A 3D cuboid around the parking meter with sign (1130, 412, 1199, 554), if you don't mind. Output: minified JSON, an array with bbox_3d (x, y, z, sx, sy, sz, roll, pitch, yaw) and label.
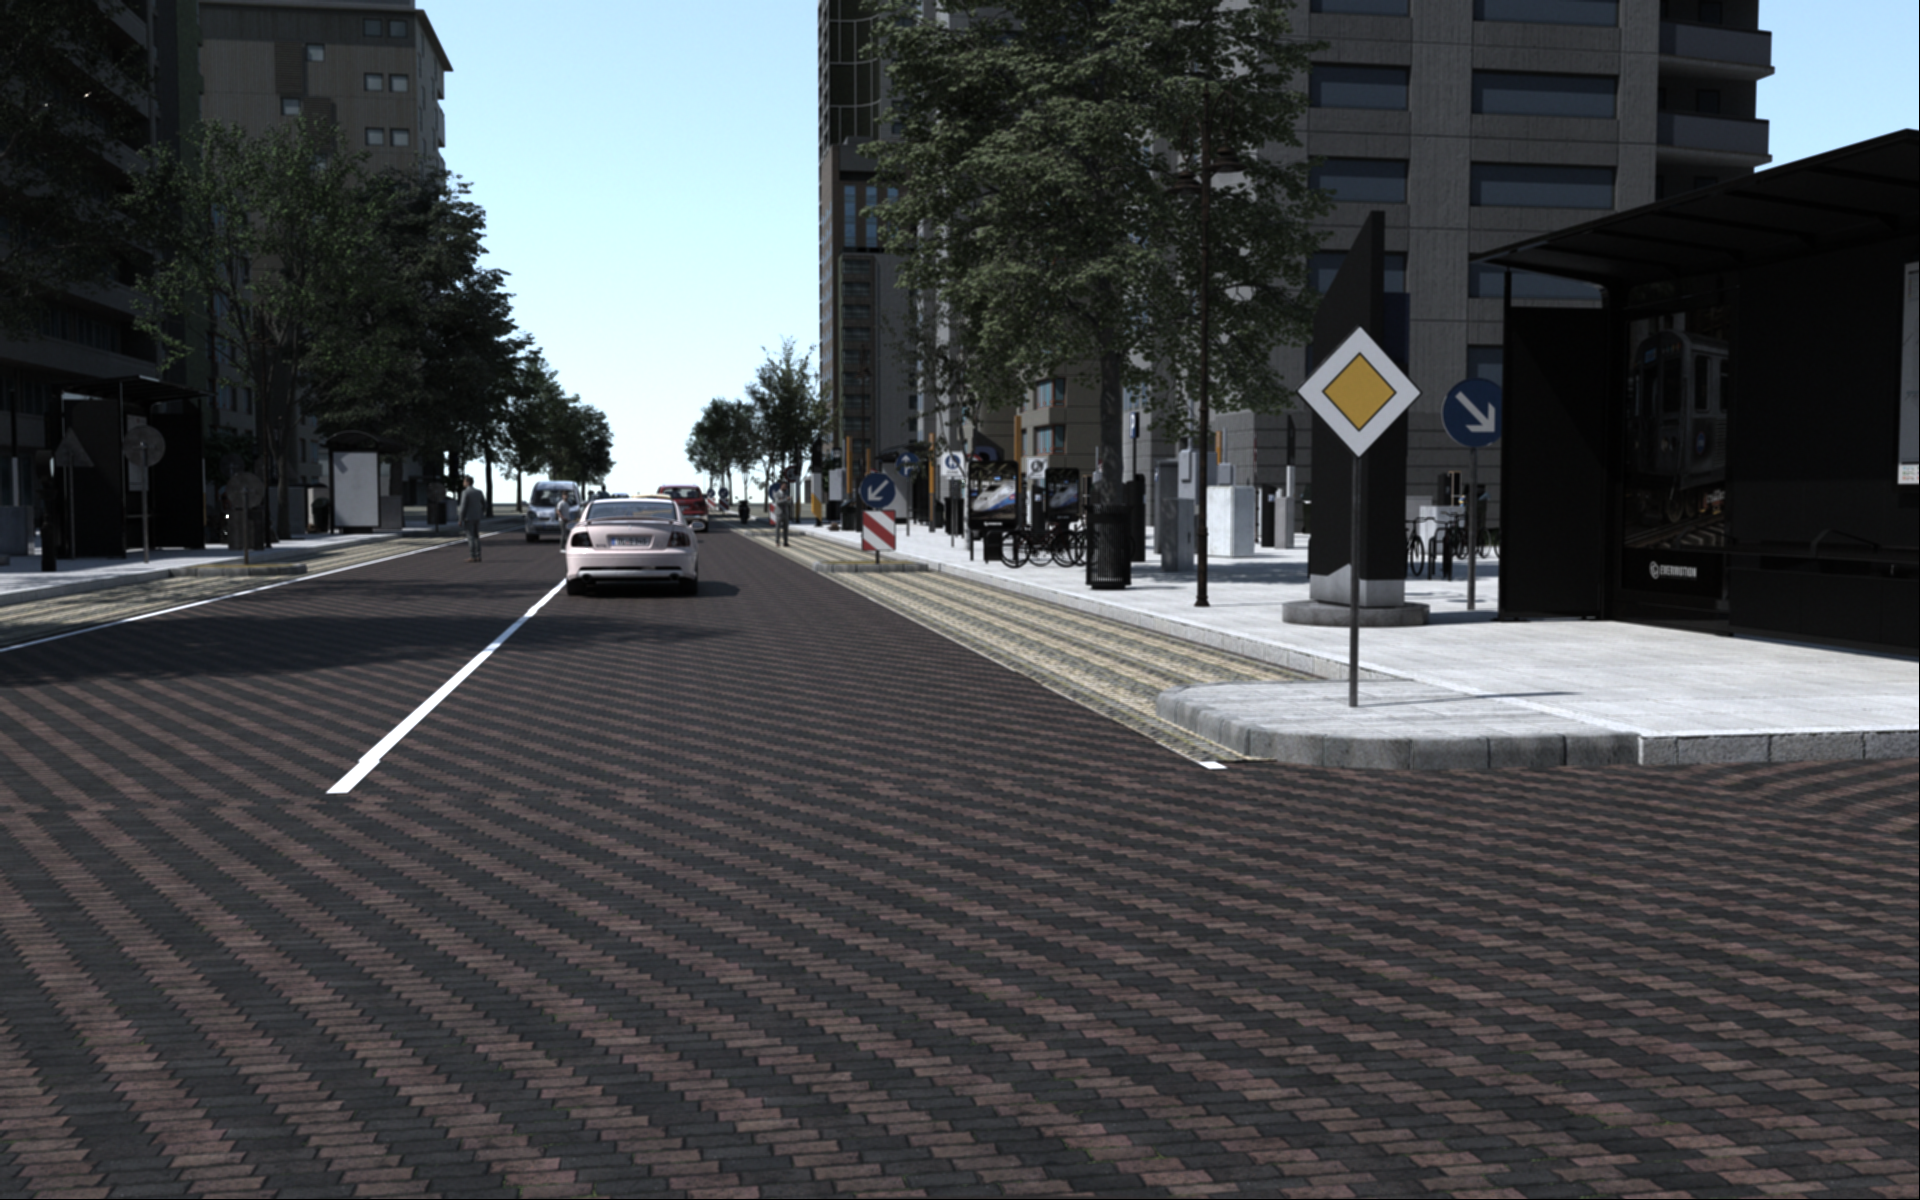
[{"bbox_3d":[4.538,-2.492,37.002,1.738,3.016,0.543,0,4,-6],"label":"parking meter with sign"}]

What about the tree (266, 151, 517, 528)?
[{"bbox_3d":[-21.544,-9.726,65.673,9.857,13.997,8.962,0,3,0],"label":"tree"}]

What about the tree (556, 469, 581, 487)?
[{"bbox_3d":[-41.114,-12.057,180.840,4.285,4.588,4.351,0,3,0],"label":"tree"}]

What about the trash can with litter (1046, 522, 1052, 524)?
[{"bbox_3d":[3.868,-3.798,73.487,0.624,1.170,1.055,-1,4,-14],"label":"trash can with litter"}]

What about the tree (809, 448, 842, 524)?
[{"bbox_3d":[-5.668,-4.834,73.635,1.663,3.219,1.824,0,3,0],"label":"tree"}]

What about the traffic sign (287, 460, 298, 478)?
[{"bbox_3d":[-22.976,-3.606,58.966,0.884,2.594,0.081,-1,4,-8],"label":"traffic sign"}]

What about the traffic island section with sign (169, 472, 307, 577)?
[{"bbox_3d":[-12.748,-1.353,30.756,1.989,1.847,2.006,-1,4,-10],"label":"traffic island section with sign"}]

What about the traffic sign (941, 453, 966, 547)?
[{"bbox_3d":[-0.178,-2.433,41.914,0.606,2.300,0.079,0,4,-3],"label":"traffic sign"}]

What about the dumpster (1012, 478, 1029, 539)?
[{"bbox_3d":[1.248,-2.729,50.370,1.264,1.857,1.865,-1,4,-10],"label":"dumpster"}]

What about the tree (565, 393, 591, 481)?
[{"bbox_3d":[-40.604,-15.565,172.610,7.486,12.596,7.792,0,3,0],"label":"tree"}]

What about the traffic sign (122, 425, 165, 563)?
[{"bbox_3d":[-15.121,-1.957,32.102,0.768,2.556,0.104,0,4,-4],"label":"traffic sign"}]

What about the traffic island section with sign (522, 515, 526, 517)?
[{"bbox_3d":[-25.926,-6.007,106.840,1.989,1.847,2.006,-1,4,-10],"label":"traffic island section with sign"}]

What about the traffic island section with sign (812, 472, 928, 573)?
[{"bbox_3d":[-1.727,-1.446,32.278,1.989,1.847,2.006,-1,4,-10],"label":"traffic island section with sign"}]

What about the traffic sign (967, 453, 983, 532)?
[{"bbox_3d":[0.352,-3.303,54.106,0.768,2.556,0.104,0,4,-7],"label":"traffic sign"}]

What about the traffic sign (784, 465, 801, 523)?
[{"bbox_3d":[-7.415,-4.691,76.800,0.768,2.556,0.104,0,4,-1],"label":"traffic sign"}]

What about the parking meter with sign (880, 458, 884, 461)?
[{"bbox_3d":[-3.425,-5.225,81.682,0.543,3.016,1.738,-1,4,-9],"label":"parking meter with sign"}]

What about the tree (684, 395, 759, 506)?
[{"bbox_3d":[-24.325,-15.689,182.268,9.928,11.665,9.643,0,3,0],"label":"tree"}]

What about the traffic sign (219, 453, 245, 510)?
[{"bbox_3d":[-22.794,-3.312,54.253,0.768,2.556,0.104,0,4,-5],"label":"traffic sign"}]

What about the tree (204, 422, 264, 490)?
[{"bbox_3d":[-33.298,-5.817,78.822,4.285,4.588,4.351,0,3,0],"label":"tree"}]

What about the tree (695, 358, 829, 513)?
[{"bbox_3d":[-13.435,-11.320,119.498,8.767,10.594,7.601,-1,4,-11],"label":"tree"}]

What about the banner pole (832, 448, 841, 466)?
[{"bbox_3d":[-5.695,-5.648,82.355,0.863,3.779,0.401,1,4,17],"label":"banner pole"}]

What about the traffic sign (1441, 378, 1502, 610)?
[{"bbox_3d":[5.645,-1.159,19.051,0.768,2.556,0.104,0,4,-2],"label":"traffic sign"}]

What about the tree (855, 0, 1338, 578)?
[{"bbox_3d":[1.901,-6.617,26.321,7.486,12.596,7.792,0,3,0],"label":"tree"}]

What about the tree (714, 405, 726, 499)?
[{"bbox_3d":[-16.207,-11.043,130.915,4.360,8.622,3.978,0,3,0],"label":"tree"}]

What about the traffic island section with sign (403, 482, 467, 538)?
[{"bbox_3d":[-17.402,-2.998,57.642,1.989,1.847,2.006,-1,4,-10],"label":"traffic island section with sign"}]

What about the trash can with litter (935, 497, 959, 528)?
[{"bbox_3d":[-0.612,-3.278,64.986,1.055,1.170,0.624,0,4,2],"label":"trash can with litter"}]

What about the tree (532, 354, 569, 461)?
[{"bbox_3d":[-32.263,-12.300,126.854,9.928,11.665,9.643,0,3,0],"label":"tree"}]

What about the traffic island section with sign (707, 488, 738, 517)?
[{"bbox_3d":[-14.960,-6.119,108.673,1.989,1.847,2.006,-1,4,-10],"label":"traffic island section with sign"}]

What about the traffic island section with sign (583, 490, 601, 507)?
[{"bbox_3d":[-40.071,-10.998,188.445,1.989,1.847,2.006,-1,4,-10],"label":"traffic island section with sign"}]

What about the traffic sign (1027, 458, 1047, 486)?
[{"bbox_3d":[2.162,-2.849,48.710,0.606,2.300,0.079,-1,4,-10],"label":"traffic sign"}]

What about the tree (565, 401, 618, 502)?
[{"bbox_3d":[-51.941,-20.304,238.629,9.857,13.997,8.962,0,3,0],"label":"tree"}]

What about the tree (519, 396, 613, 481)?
[{"bbox_3d":[-37.290,-13.683,158.136,8.767,10.594,7.601,2,4,30],"label":"tree"}]

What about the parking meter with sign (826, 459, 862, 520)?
[{"bbox_3d":[-5.735,-5.456,85.468,1.738,3.016,0.543,0,4,1],"label":"parking meter with sign"}]

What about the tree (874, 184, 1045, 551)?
[{"bbox_3d":[0.114,-5.443,39.359,4.360,8.622,3.978,0,3,0],"label":"tree"}]

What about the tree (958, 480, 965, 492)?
[{"bbox_3d":[0.599,-5.478,84.166,1.663,3.219,1.824,0,3,0],"label":"tree"}]

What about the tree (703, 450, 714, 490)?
[{"bbox_3d":[-28.149,-15.415,202.390,4.360,8.622,3.978,0,3,0],"label":"tree"}]

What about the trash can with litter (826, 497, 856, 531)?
[{"bbox_3d":[-4.090,-2.998,60.397,1.055,1.170,0.624,-2,4,-23],"label":"trash can with litter"}]

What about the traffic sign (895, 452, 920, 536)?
[{"bbox_3d":[-1.584,-3.219,52.738,0.768,2.556,0.104,0,4,-4],"label":"traffic sign"}]

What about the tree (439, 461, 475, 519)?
[{"bbox_3d":[-25.825,-5.733,88.334,1.663,3.219,1.824,0,3,0],"label":"tree"}]

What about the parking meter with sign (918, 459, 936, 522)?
[{"bbox_3d":[-1.555,-5.074,79.226,0.543,3.016,1.738,1,4,11],"label":"parking meter with sign"}]

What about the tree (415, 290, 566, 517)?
[{"bbox_3d":[-26.849,-10.932,96.867,7.486,12.596,7.792,0,3,0],"label":"tree"}]

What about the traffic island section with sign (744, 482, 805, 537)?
[{"bbox_3d":[-6.358,-3.084,59.057,1.989,1.847,2.006,-1,4,-10],"label":"traffic island section with sign"}]

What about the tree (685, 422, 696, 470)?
[{"bbox_3d":[-23.446,-14.411,170.037,7.601,10.594,8.767,-1,4,-16],"label":"tree"}]

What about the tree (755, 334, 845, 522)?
[{"bbox_3d":[-7.353,-7.883,79.245,4.737,8.622,4.395,0,3,0],"label":"tree"}]

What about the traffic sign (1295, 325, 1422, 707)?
[{"bbox_3d":[2.367,-0.411,10.370,0.795,2.450,0.064,-1,4,-10],"label":"traffic sign"}]

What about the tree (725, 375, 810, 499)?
[{"bbox_3d":[-10.950,-9.400,104.051,4.360,8.622,3.978,0,3,0],"label":"tree"}]

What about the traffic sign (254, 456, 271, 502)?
[{"bbox_3d":[-23.370,-3.558,58.283,0.768,2.556,0.104,0,4,-3],"label":"traffic sign"}]

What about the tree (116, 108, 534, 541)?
[{"bbox_3d":[-18.871,-7.461,47.747,9.928,11.665,9.643,0,3,0],"label":"tree"}]

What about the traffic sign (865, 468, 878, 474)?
[{"bbox_3d":[-4.380,-5.250,85.943,0.768,2.556,0.104,-1,4,-10],"label":"traffic sign"}]

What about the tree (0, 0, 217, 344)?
[{"bbox_3d":[-14.281,-5.455,23.597,8.767,10.594,7.601,0,4,3],"label":"tree"}]

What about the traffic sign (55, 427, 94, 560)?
[{"bbox_3d":[-17.213,-2.052,33.547,0.884,2.594,0.081,0,4,0],"label":"traffic sign"}]

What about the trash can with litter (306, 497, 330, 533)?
[{"bbox_3d":[-21.082,-2.788,56.973,0.624,1.170,1.055,0,4,4],"label":"trash can with litter"}]

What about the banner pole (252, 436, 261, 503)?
[{"bbox_3d":[-30.574,-5.221,75.374,0.863,3.779,0.401,3,5,41],"label":"banner pole"}]
